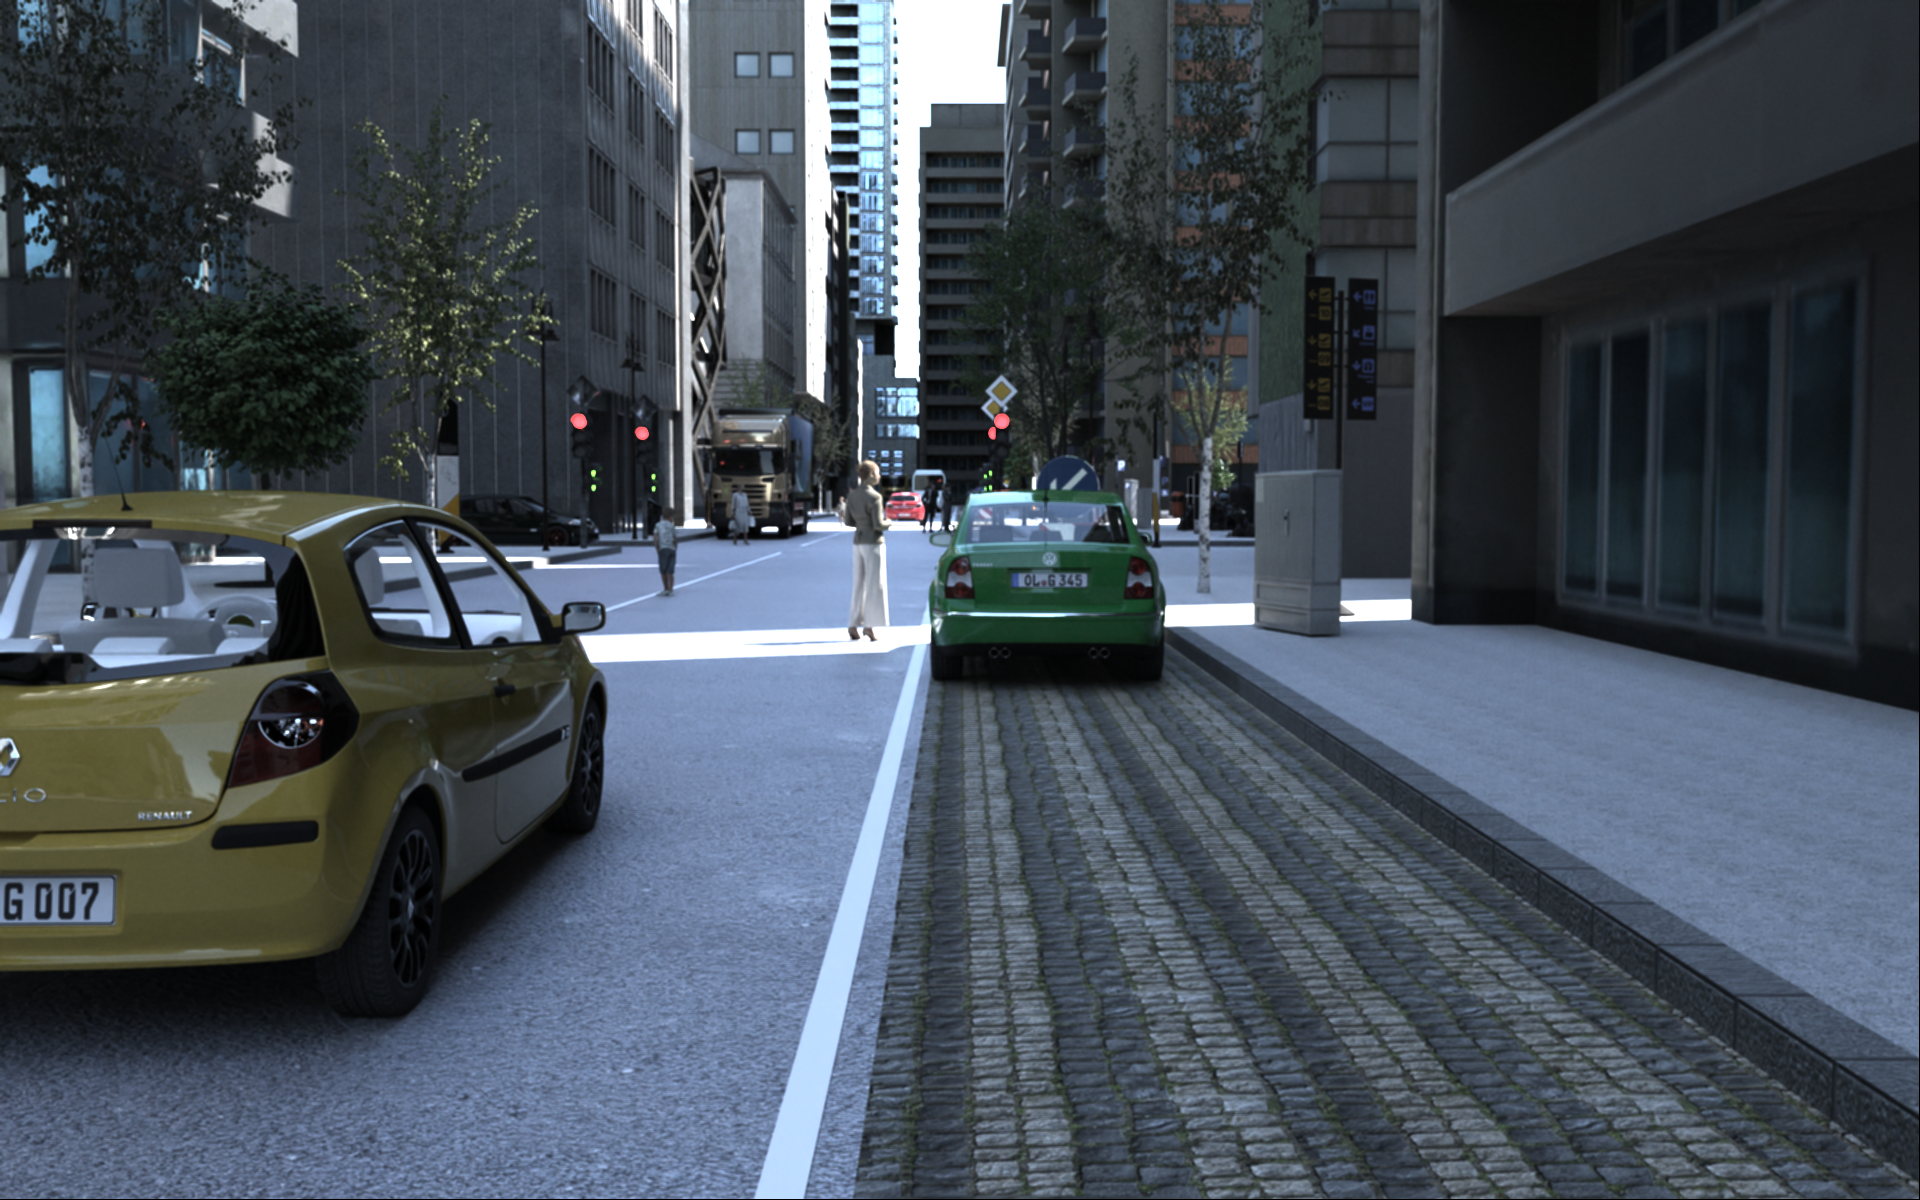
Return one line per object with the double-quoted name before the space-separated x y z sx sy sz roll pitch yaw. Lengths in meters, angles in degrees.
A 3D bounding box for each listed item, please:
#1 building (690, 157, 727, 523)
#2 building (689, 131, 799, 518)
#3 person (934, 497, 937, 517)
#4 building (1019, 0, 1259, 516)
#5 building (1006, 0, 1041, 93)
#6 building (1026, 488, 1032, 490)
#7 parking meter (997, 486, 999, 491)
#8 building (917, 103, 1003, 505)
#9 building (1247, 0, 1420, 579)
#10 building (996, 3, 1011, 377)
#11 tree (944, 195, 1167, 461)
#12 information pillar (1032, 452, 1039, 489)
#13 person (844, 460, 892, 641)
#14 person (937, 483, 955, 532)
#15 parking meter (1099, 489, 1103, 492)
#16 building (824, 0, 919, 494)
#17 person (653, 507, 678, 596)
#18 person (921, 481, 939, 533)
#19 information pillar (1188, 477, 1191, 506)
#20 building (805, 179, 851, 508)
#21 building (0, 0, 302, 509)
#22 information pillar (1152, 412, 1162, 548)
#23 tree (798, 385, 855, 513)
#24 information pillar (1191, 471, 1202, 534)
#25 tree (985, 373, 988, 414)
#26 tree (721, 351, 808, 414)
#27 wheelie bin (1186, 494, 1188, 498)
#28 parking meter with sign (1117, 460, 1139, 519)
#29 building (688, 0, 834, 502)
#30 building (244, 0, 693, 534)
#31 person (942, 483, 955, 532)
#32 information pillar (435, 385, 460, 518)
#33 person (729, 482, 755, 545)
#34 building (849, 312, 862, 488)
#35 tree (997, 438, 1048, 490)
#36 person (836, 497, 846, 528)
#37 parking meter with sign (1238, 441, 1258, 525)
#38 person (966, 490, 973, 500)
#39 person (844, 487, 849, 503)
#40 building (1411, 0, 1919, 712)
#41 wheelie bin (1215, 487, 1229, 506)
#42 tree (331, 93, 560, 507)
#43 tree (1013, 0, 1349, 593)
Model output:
"building" -19.130 -12.853 77.595 16.820 18.784 16.811 0 3 0
"building" -15.142 -15.428 101.406 9.793 20.994 18.267 0 3 0
"person" -1.748 -6.058 107.722 0.661 1.801 0.590 3 5 40
"building" 14.958 -27.772 108.691 22.147 44.769 28.867 0 3 0
"building" 15.193 -32.811 160.162 21.300 48.544 21.600 0 3 0
"building" 21.157 -27.237 137.206 32.217 40.220 23.993 0 3 0
"parking meter" 2.615 -6.623 113.992 0.399 1.863 0.255 0 4 1
"building" 5.569 -36.348 217.987 21.600 48.544 21.300 0 3 0
"building" 12.418 -21.302 31.876 14.154 41.232 14.086 0 3 0
"building" 18.473 -36.410 184.535 28.713 52.752 27.495 0 3 0
"tree" 3.280 -8.162 59.205 9.928 11.665 9.643 0 3 0
"information pillar" 3.728 -5.784 85.930 0.183 3.616 0.504 2 4 35
"person" -0.865 -0.478 16.868 0.362 1.759 0.519 -3 5 -44
"person" -0.515 -3.493 65.494 0.818 1.842 0.514 -1 4 -19
"parking meter" 6.798 -4.675 84.852 0.372 1.533 0.369 0 3 0
"building" -20.731 -55.359 217.796 31.000 86.520 22.319 0 3 0
"person" -4.147 -0.684 24.373 0.332 1.250 0.352 1 4 13
"person" -1.098 -3.459 64.423 0.648 1.900 0.474 -1 4 -14
"information pillar" 9.852 -4.211 73.338 0.304 2.012 0.304 -3 5 -44
"building" -17.478 -23.643 158.256 14.160 30.474 14.107 0 3 0
"building" -27.990 -24.888 26.527 30.456 49.044 23.786 0 3 0
"information pillar" 4.702 -3.061 41.409 0.183 3.616 0.504 1 4 15
"tree" -9.200 -10.168 116.602 4.360 8.622 3.978 0 3 0
"information pillar" 7.767 -3.146 55.936 0.304 2.012 0.304 -2 4 -30
"tree" 3.114 -7.128 66.911 4.360 8.622 3.978 0 3 0
"tree" -10.339 -8.531 89.836 4.737 8.622 4.395 0 3 0
"wheelie bin" 11.217 -4.564 82.531 0.980 1.594 0.693 2 4 25
"parking meter with sign" 8.946 -5.739 90.095 0.543 3.016 1.738 3 5 44
"building" -24.417 -33.491 136.813 28.713 52.752 27.495 0 3 0
"building" -16.699 -14.722 58.733 12.078 24.808 19.932 0 3 0
"person" -0.401 -3.424 64.294 0.447 1.846 0.655 1 4 20
"information pillar" -11.094 -2.820 37.465 0.504 3.616 0.183 -3 5 -43
"person" -6.172 -2.450 48.916 0.694 1.780 0.624 -1 4 -21
"building" -25.698 -20.811 185.306 28.899 21.520 27.650 0 3 0
"tree" 3.683 -6.605 91.713 4.285 4.588 4.351 0 3 0
"person" -5.040 -3.752 74.118 0.475 1.303 0.640 -1 4 -21
"parking meter with sign" 10.073 -3.726 57.175 1.738 3.016 0.543 1 4 18
"person" 0.943 -8.370 145.904 0.990 1.755 0.434 -1 4 -16
"person" -6.703 -5.700 101.677 0.713 1.824 0.794 1 4 21
"building" 15.288 -23.373 5.859 21.300 48.544 21.600 0 3 0
"wheelie bin" 11.137 -3.989 73.132 0.693 1.594 0.980 -1 4 -17
"tree" -9.968 -5.047 32.875 4.737 8.622 4.395 0 3 0
"tree" 3.068 -4.410 22.468 4.360 8.622 3.978 0 3 0
